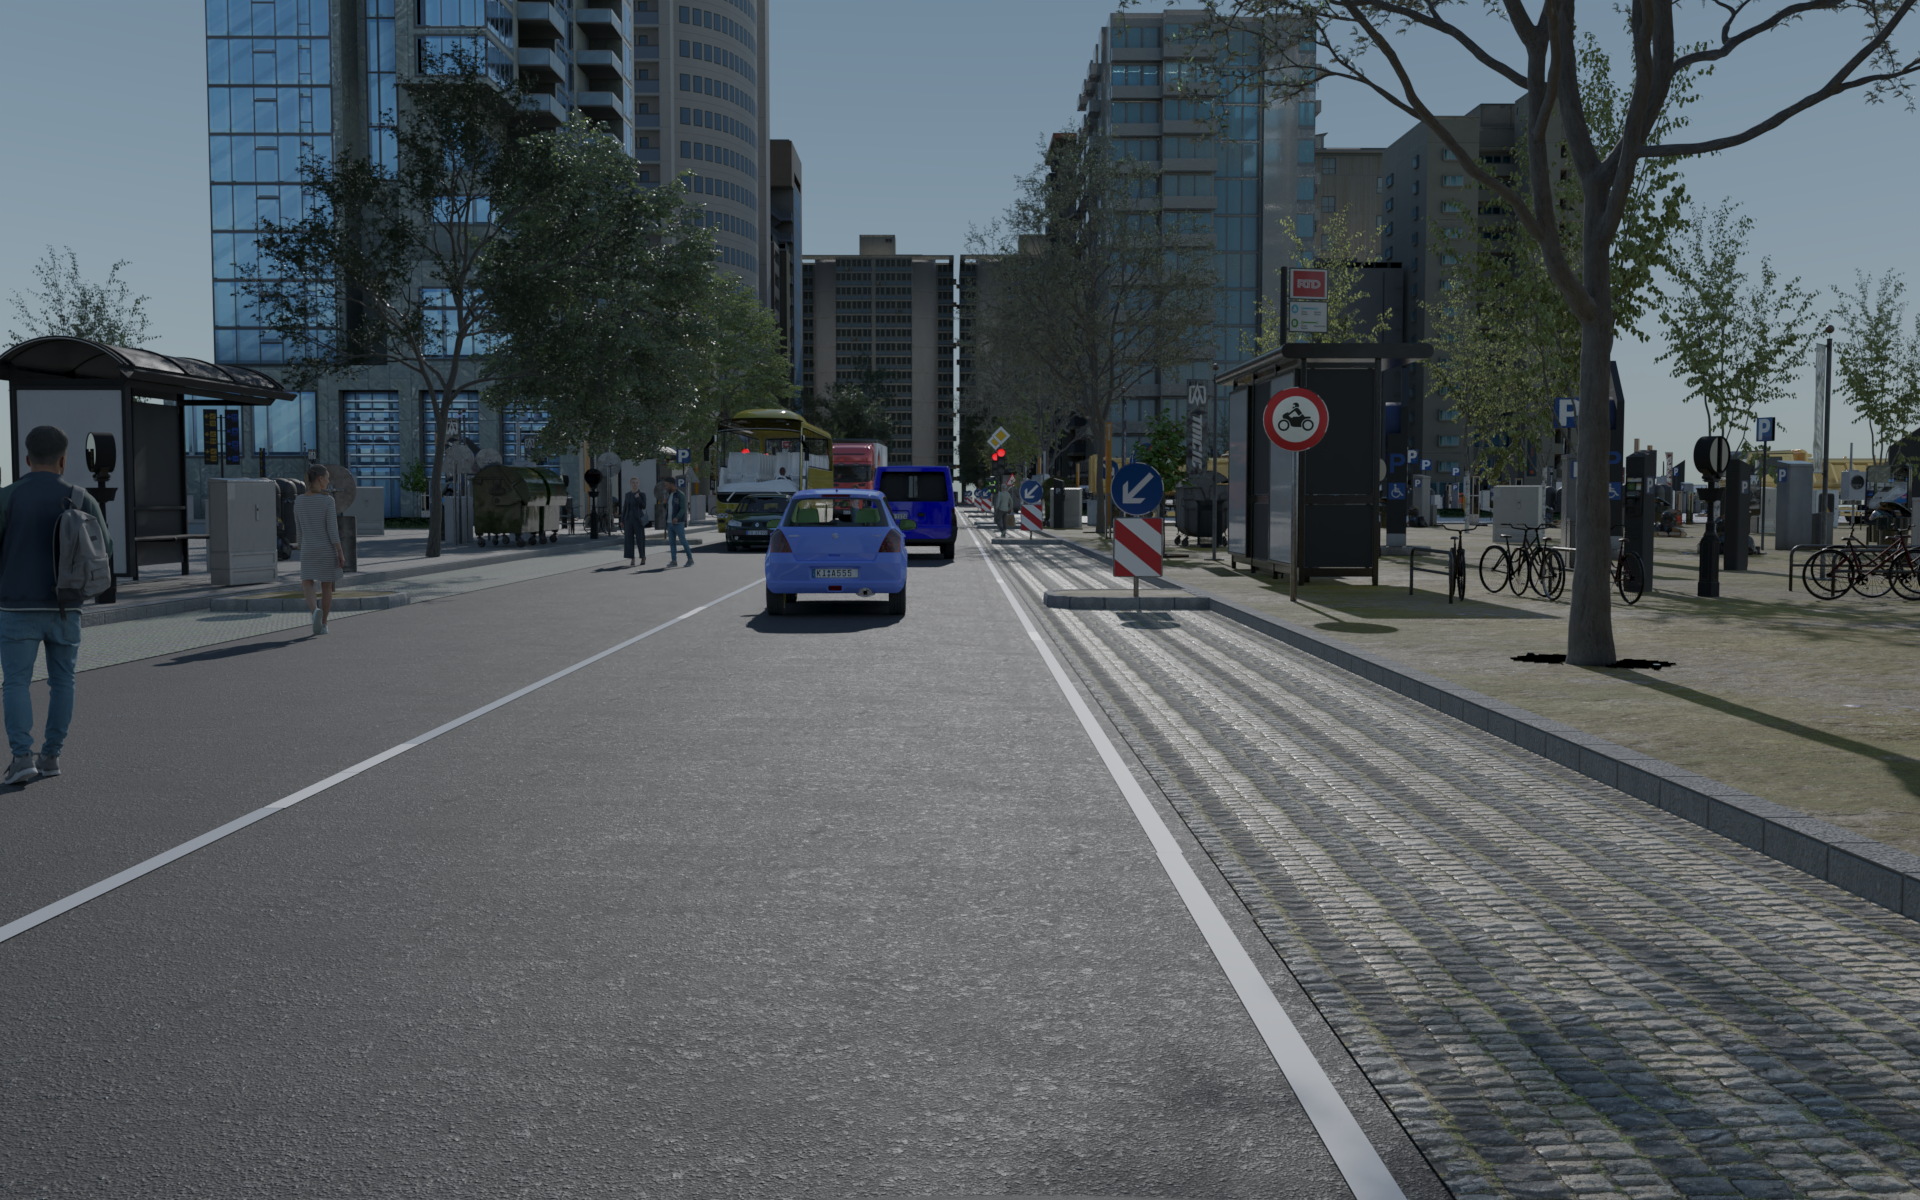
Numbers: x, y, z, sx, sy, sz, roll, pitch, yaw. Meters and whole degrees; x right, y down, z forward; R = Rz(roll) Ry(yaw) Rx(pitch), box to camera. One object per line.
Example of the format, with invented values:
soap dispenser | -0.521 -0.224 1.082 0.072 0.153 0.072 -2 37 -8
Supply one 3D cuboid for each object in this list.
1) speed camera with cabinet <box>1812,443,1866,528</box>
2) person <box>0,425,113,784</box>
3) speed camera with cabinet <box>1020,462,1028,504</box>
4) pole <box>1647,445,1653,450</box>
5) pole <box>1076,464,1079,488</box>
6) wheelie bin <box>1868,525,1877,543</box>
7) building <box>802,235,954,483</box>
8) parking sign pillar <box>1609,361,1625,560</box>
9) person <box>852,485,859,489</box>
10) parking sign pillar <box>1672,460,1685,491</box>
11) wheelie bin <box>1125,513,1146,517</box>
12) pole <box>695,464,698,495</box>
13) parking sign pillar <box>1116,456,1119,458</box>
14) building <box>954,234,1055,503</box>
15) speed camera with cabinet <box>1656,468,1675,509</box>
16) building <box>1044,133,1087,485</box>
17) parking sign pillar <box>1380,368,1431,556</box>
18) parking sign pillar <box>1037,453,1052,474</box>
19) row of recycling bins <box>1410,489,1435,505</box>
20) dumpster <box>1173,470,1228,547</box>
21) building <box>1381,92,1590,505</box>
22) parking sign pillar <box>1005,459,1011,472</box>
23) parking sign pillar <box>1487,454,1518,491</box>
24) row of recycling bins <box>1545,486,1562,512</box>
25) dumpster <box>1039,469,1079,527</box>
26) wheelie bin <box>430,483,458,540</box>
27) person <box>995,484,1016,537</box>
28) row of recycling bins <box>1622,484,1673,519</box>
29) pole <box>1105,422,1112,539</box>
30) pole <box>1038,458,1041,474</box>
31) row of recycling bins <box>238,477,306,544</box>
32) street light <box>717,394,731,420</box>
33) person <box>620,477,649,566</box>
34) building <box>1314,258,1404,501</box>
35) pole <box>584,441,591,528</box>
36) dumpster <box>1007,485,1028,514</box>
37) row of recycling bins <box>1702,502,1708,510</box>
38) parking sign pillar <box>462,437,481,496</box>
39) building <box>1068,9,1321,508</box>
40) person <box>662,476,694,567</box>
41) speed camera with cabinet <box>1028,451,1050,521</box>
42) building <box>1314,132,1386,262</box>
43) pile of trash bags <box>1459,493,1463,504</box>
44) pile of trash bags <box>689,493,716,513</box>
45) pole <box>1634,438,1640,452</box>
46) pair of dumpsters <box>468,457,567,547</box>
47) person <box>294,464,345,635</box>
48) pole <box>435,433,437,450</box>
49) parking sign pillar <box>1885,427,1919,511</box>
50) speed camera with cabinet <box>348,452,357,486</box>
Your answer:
speed camera with cabinet | 33.568 -4.403 66.332 2.038 3.252 0.660 0 4 -6
person | -4.640 0.005 8.764 0.721 1.781 0.623 3 5 40
speed camera with cabinet | 4.656 -6.717 104.155 2.038 3.252 0.660 1 4 16
pole | 28.771 -4.800 72.322 0.158 3.312 0.155 0 3 0
pole | 7.880 -7.470 115.970 0.158 3.312 0.155 0 3 0
wheelie bin | 24.442 -2.325 45.919 0.693 1.594 0.980 1 4 8
building | -12.515 -34.886 262.265 23.993 40.220 32.217 0 4 0
parking sign pillar | 12.889 -2.813 34.468 1.447 3.967 1.447 1 4 13
person | -3.539 -3.098 59.743 0.643 1.750 0.593 0 4 2
parking sign pillar | 56.144 -9.019 135.934 1.447 3.967 1.447 0 4 5
wheelie bin | 6.057 -3.162 59.600 0.693 1.594 0.980 -3 4 -38
pole | -15.110 -6.452 99.328 0.158 3.312 0.155 0 3 0
parking sign pillar | 11.590 -8.167 121.999 1.447 3.967 1.447 1 4 17
building | 11.481 -34.862 261.868 23.993 40.220 32.217 0 4 0
speed camera with cabinet | 35.088 -5.614 86.118 0.660 3.252 2.038 2 4 32
building | 21.386 -33.809 207.402 22.147 44.769 28.867 0 4 0
parking sign pillar | 9.225 -2.940 36.539 1.447 3.967 1.447 1 4 14
parking sign pillar | 5.213 -7.224 106.577 1.447 3.967 1.447 -1 4 -20
row of recycling bins | 34.653 -7.620 131.695 1.069 1.692 3.534 -2 4 -33
dumpster | 5.997 -2.271 42.894 1.264 1.857 1.865 0 4 0
building | 64.571 -35.987 212.083 21.600 48.544 21.300 0 4 0
parking sign pillar | 3.700 -8.838 132.976 1.447 3.967 1.447 0 4 2
parking sign pillar | 36.522 -7.847 116.763 1.447 3.967 1.447 3 4 36
row of recycling bins | 31.563 -5.157 91.434 1.069 1.692 3.534 -3 5 -44
dumpster | 3.822 -3.980 67.573 1.502 2.255 1.985 0 4 0
wheelie bin | -14.340 -2.467 48.238 0.693 1.594 0.980 -3 4 -36
person | 1.539 -2.998 58.010 0.782 1.767 0.515 -3 5 -42
row of recycling bins | 27.001 -3.738 68.221 3.534 1.692 1.069 -3 5 -40
pole | 4.227 -3.393 49.311 0.158 3.312 0.155 0 3 0
pole | 4.434 -6.292 96.716 0.158 3.312 0.155 0 3 0
row of recycling bins | -17.749 -2.288 44.524 1.069 1.692 3.534 0 4 3
street light | -10.851 -6.541 79.739 0.468 5.910 1.993 0 4 0
person | -6.556 -1.588 34.880 0.576 1.772 0.534 0 4 -7
building | 46.497 -27.184 216.163 14.107 30.474 14.160 0 4 0
pole | -14.040 -4.368 65.252 0.158 3.312 0.155 0 3 0
dumpster | 3.675 -6.474 111.614 1.264 1.857 1.865 0 4 0
row of recycling bins | 61.034 -8.263 142.212 1.069 1.692 3.534 3 4 39
parking sign pillar | -22.771 -5.676 81.275 1.447 3.967 1.447 2 4 30
building | 23.559 -34.092 177.012 23.786 49.044 30.456 0 4 0
person | -5.615 -1.550 34.190 0.623 1.781 0.721 2 4 31
speed camera with cabinet | 4.179 -5.275 80.575 0.660 3.252 2.038 3 5 40
building | 60.128 -41.062 260.600 27.495 52.752 28.713 0 4 0
pile of trash bags | 42.111 -7.992 140.418 3.447 1.369 1.912 0 4 5
pile of trash bags | -17.312 -6.675 118.889 1.912 1.369 3.447 -3 4 -36
pole | 24.809 -4.264 63.563 0.158 3.312 0.155 0 3 0
pair of dumpsters | -11.117 -2.514 43.590 1.574 2.255 4.437 0 4 0
person | -6.490 -0.509 17.567 0.466 1.731 0.760 -2 4 -27
pole | -17.328 -3.896 57.547 0.158 3.312 0.155 0 3 0
parking sign pillar | 36.028 -4.745 66.046 1.447 3.967 1.447 1 4 8
speed camera with cabinet | -29.186 -5.284 80.735 2.038 3.252 0.660 -1 4 -16
